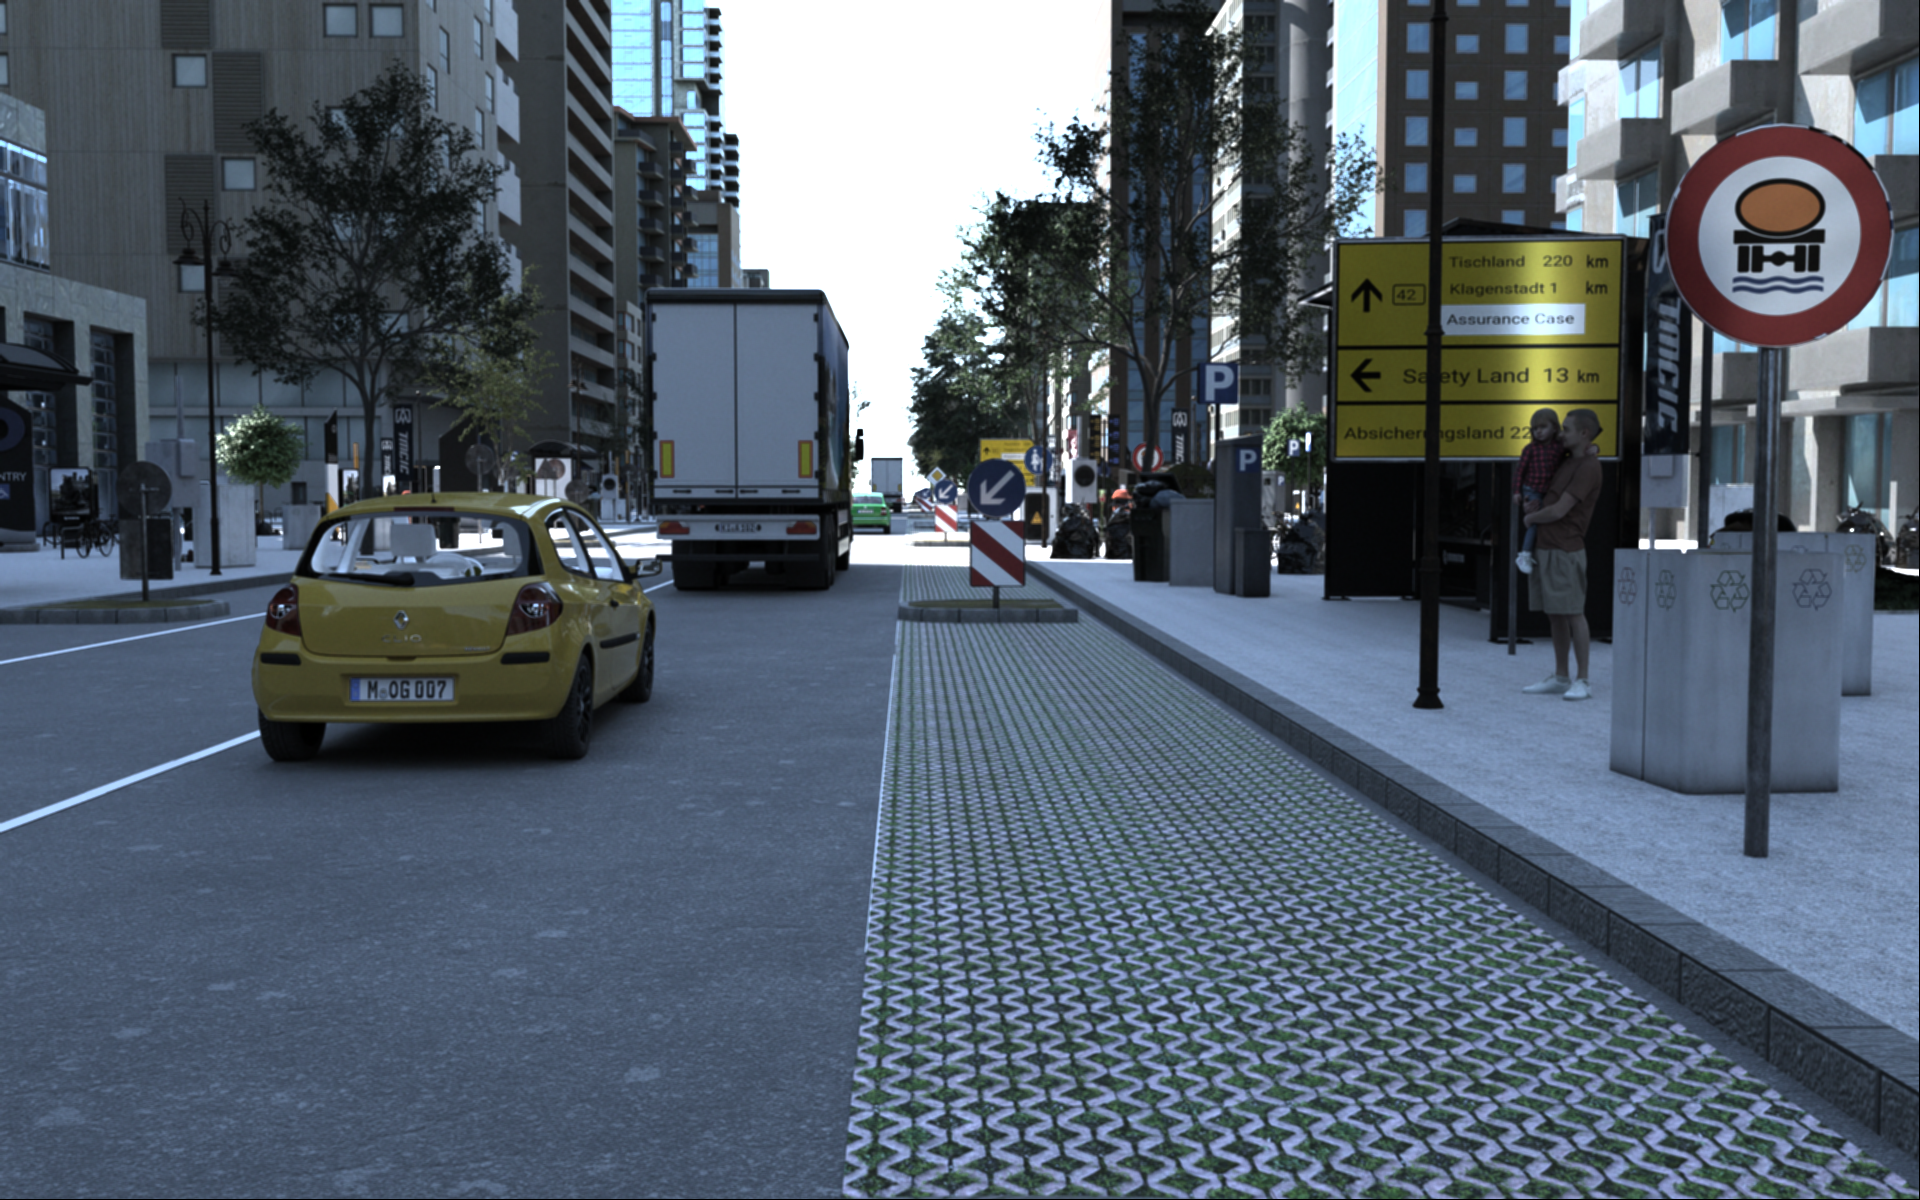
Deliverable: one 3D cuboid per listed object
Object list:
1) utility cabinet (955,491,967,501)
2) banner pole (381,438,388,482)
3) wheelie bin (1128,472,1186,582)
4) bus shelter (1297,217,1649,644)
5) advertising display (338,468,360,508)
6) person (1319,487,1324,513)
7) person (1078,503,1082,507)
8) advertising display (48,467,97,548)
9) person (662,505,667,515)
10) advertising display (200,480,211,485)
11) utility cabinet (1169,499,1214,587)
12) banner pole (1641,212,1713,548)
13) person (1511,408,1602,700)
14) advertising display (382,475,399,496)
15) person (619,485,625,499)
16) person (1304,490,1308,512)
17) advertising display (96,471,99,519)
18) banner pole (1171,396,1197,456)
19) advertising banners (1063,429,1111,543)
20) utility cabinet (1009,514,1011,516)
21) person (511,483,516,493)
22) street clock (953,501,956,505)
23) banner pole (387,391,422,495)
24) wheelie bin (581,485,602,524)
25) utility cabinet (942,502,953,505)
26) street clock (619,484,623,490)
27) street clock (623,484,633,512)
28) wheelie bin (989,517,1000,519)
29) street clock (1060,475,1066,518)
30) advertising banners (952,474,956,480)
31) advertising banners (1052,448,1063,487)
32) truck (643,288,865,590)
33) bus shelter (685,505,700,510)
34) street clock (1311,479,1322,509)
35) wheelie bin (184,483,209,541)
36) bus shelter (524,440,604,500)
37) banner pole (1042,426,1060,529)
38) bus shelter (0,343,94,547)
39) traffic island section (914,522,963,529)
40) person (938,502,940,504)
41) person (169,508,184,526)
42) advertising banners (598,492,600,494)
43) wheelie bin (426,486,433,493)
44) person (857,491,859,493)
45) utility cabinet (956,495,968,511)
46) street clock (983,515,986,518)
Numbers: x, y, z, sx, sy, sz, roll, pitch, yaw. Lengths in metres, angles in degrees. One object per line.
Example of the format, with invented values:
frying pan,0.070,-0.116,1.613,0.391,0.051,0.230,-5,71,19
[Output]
utility cabinet,0.022,-8.428,146.478,0.318,1.500,1.173,-2,4,-35
banner pole,-22.182,-4.748,67.642,0.863,3.779,0.401,-1,4,-17
wheelie bin,2.921,-1.075,25.492,0.693,1.594,0.980,-3,5,-45
bus shelter,5.003,-1.627,17.890,1.731,3.624,6.357,0,4,-2
advertising display,-15.304,-2.336,43.411,0.123,1.923,0.974,0,4,5
person,17.973,-4.835,85.353,0.793,1.790,0.793,2,4,27
person,4.436,-3.520,64.150,0.362,1.759,0.519,-2,4,-23
advertising display,-21.045,-2.190,41.026,0.974,1.923,0.123,0,4,-1
person,-16.071,-5.127,94.143,0.475,1.303,0.640,-1,4,-14
advertising display,-35.025,-4.560,79.775,0.974,1.923,0.123,-2,4,-26
utility cabinet,3.445,-0.790,24.083,1.020,1.237,0.306,1,4,21
banner pole,5.592,-1.430,13.398,0.401,3.779,0.863,-1,4,-22
person,3.803,-0.305,11.004,0.580,1.828,0.573,3,4,37
advertising display,-18.954,-3.210,57.696,0.123,1.923,0.974,-3,5,-44
person,-22.312,-6.665,114.375,0.648,1.900,0.474,1,4,16
person,17.716,-4.996,88.069,0.599,1.781,0.374,-2,4,-33
advertising display,-24.837,-2.705,49.441,0.974,1.923,0.123,3,5,43
banner pole,5.765,-3.320,44.299,0.863,3.779,0.401,-1,4,-15
advertising banners,3.411,-3.052,46.084,0.090,3.025,2.074,-2,4,-28
utility cabinet,2.663,-5.622,100.598,1.173,1.500,0.318,1,4,13
person,-22.086,-4.885,85.690,0.755,1.850,0.659,-1,4,-13
street clock,-0.444,-8.129,137.474,0.471,2.002,0.358,-1,4,-13
banner pole,-13.407,-3.197,42.280,0.863,3.779,0.401,0,4,-3
wheelie bin,-13.529,-3.377,63.128,0.980,1.594,0.693,0,4,6
utility cabinet,-0.983,-8.192,145.093,1.020,1.237,0.306,-1,4,-17
street clock,-25.032,-7.573,128.383,0.471,2.002,0.358,3,5,39
street clock,-24.022,-7.432,126.087,0.358,2.002,0.471,2,4,25
wheelie bin,1.711,-4.889,87.846,0.693,1.594,0.980,-2,4,-35
street clock,3.976,-3.811,66.885,0.358,2.002,0.471,3,5,41
advertising banners,-0.027,-9.621,153.490,0.090,3.025,2.074,3,5,40
advertising banners,3.049,-4.237,65.458,2.074,3.025,0.090,-2,4,-29
truck,-3.181,-2.465,29.210,2.839,4.237,11.283,0,4,-1
bus shelter,-16.350,-7.650,102.714,2.179,5.291,8.768,0,4,-2
street clock,13.659,-3.775,66.299,0.471,2.002,0.358,-2,4,-32
wheelie bin,-21.054,-2.435,47.725,0.980,1.594,0.693,-1,4,-15
bus shelter,-15.334,-4.493,67.382,2.014,3.302,5.546,0,4,-1
banner pole,3.504,-4.534,64.148,0.401,3.779,0.863,-3,4,-36
bus shelter,-12.731,-1.650,20.896,2.014,3.302,5.546,0,4,-2
traffic island section,-0.903,-3.052,72.173,2.009,0.180,2.903,0,4,-2
person,-2.788,-13.542,227.314,0.709,1.838,0.599,3,5,42
person,-31.004,-3.758,68.321,0.643,1.720,0.563,0,4,-1
advertising banners,-26.710,-8.018,127.280,2.074,3.025,0.090,1,4,21
wheelie bin,-21.583,-3.836,70.625,0.693,1.594,0.980,-3,4,-36
person,-10.719,-10.583,182.203,0.621,1.740,0.551,3,5,45
utility cabinet,0.239,-7.499,133.772,1.020,1.237,0.306,-1,4,-8
street clock,1.373,-5.487,94.282,0.358,2.002,0.471,-3,5,-43
